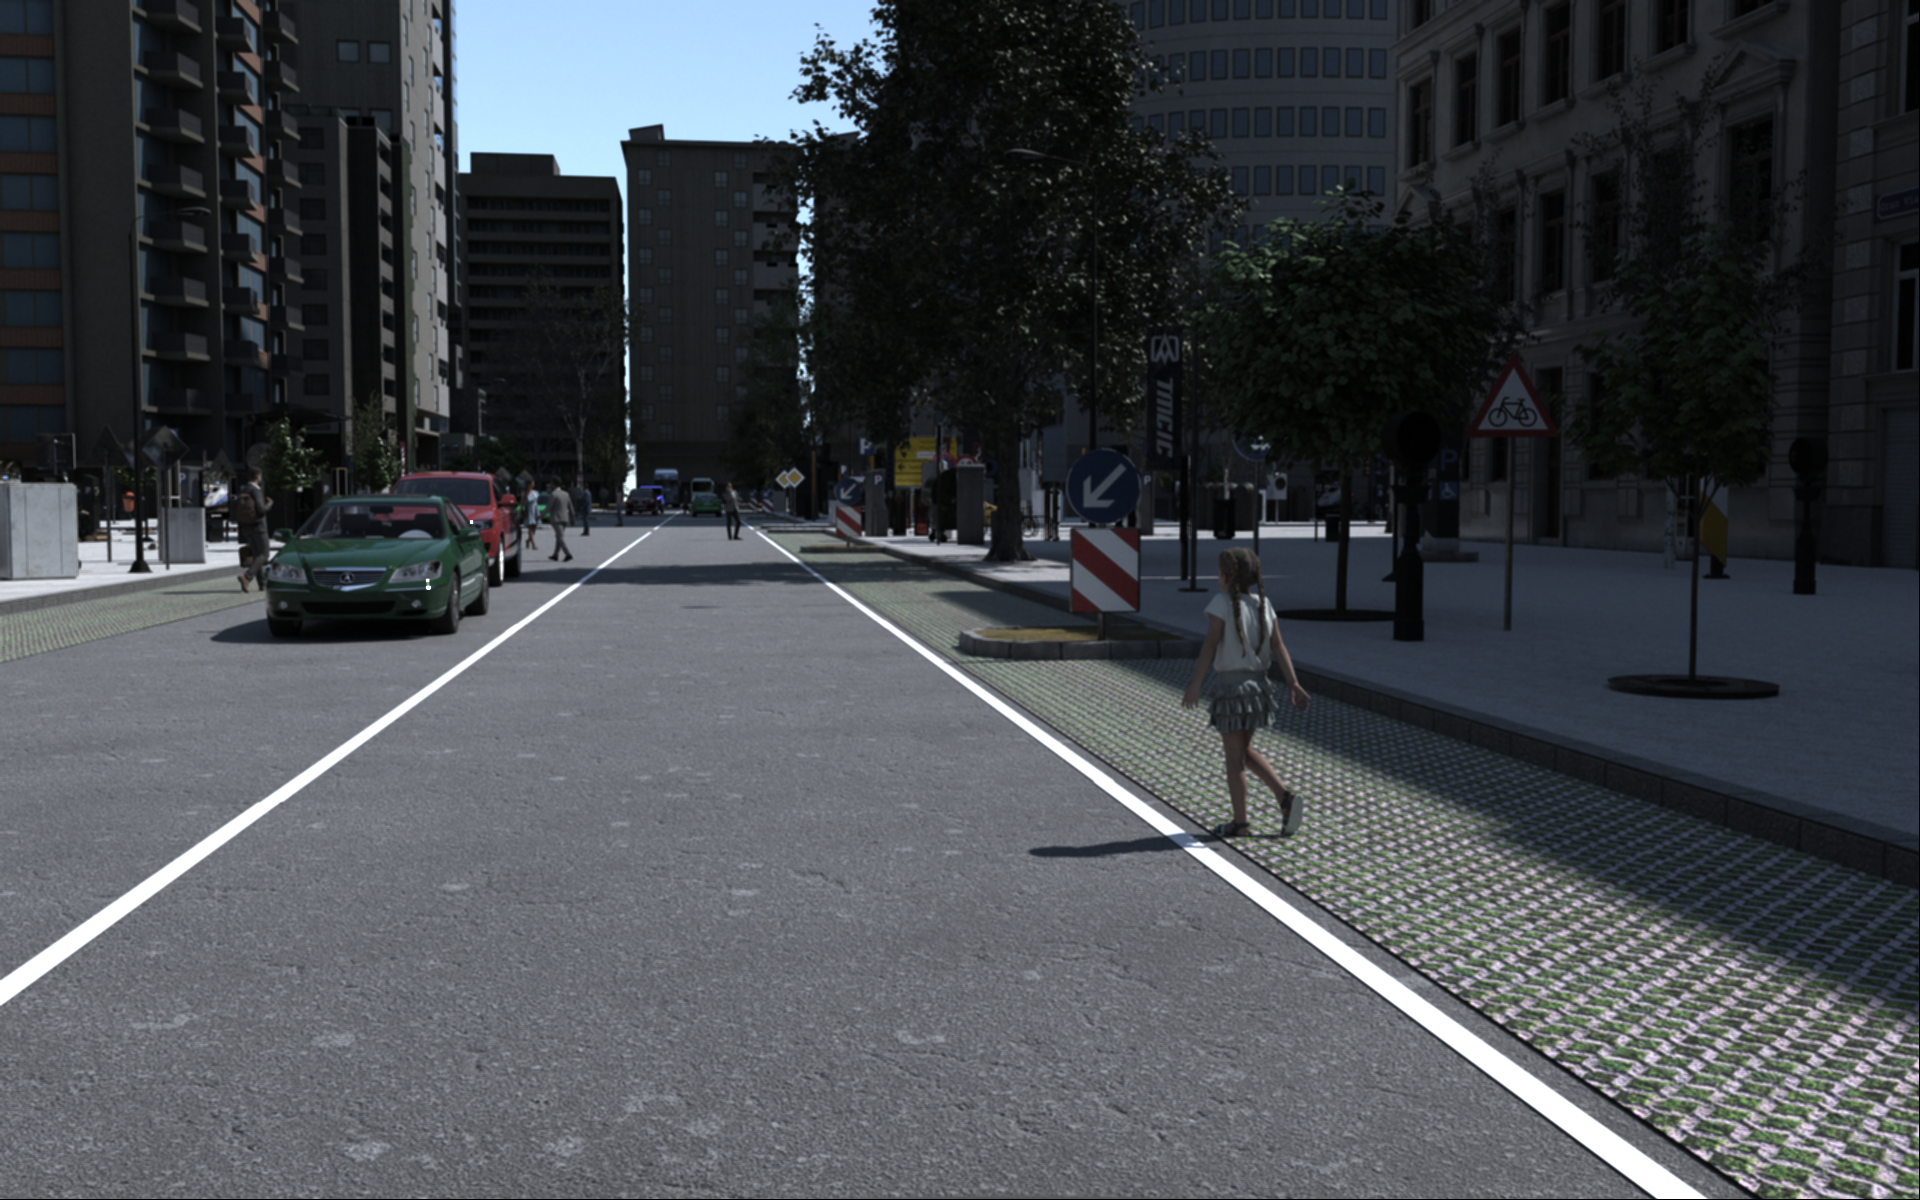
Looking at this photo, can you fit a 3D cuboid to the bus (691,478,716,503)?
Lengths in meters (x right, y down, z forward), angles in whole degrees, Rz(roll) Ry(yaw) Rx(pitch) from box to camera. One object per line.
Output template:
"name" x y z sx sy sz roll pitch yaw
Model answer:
"bus" -30.913 -13.057 208.336 2.948 3.499 13.247 0 4 -8

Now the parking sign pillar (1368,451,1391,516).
"parking sign pillar" 21.546 -6.123 88.576 1.447 3.967 1.447 1 4 14

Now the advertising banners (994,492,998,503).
"advertising banners" 1.541 -5.507 86.223 0.090 3.025 2.074 2 4 26

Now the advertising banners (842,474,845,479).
"advertising banners" -7.524 -6.828 107.827 0.090 3.025 2.074 1 4 22

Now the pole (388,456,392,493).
"pole" -29.444 -5.853 89.543 0.158 3.312 0.155 0 3 0

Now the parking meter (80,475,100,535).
"parking meter" -26.080 -2.833 52.037 0.399 1.863 0.255 1 4 14

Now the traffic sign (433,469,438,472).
"traffic sign" -23.850 -4.749 78.836 0.795 2.450 0.064 0 4 -4

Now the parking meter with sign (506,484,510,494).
"parking meter with sign" -33.008 -7.907 125.532 1.738 3.016 0.543 2 4 31

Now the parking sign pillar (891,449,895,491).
"parking sign pillar" -3.669 -7.004 102.988 1.447 3.967 1.447 1 4 22

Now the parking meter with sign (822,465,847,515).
"parking meter with sign" -7.692 -6.693 105.692 1.738 3.016 0.543 3 5 42

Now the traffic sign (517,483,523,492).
"traffic sign" -27.916 -6.752 110.504 0.768 2.556 0.104 0 4 0

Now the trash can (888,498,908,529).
"trash can" -2.265 -3.141 63.012 0.748 1.137 0.748 0 3 0

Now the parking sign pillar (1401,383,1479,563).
"parking sign pillar" 9.184 -2.726 33.044 1.447 3.967 1.447 0 4 3

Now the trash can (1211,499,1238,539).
"trash can" 7.502 -2.293 49.142 0.748 1.137 0.748 0 3 0

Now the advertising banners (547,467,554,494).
"advertising banners" -26.103 -6.988 110.443 0.090 3.025 2.074 0 4 -1

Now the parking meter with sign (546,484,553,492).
"parking meter with sign" -32.042 -8.530 135.732 1.738 3.016 0.543 -1 4 -11

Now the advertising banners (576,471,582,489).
"advertising banners" -30.111 -8.433 134.067 2.074 3.025 0.090 2 4 23

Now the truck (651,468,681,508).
"truck" -31.396 -12.008 186.089 2.967 4.110 18.799 -1 4 -8

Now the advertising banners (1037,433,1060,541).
"advertising banners" 2.416 -3.153 47.745 0.090 3.025 2.074 -1 4 -13

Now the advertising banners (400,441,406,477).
"advertising banners" -18.349 -3.776 57.920 0.090 3.025 2.074 0 4 2

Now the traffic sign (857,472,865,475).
"traffic sign" -5.598 -6.084 99.581 0.768 2.556 0.104 0 4 -5

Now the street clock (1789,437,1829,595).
"street clock" 10.810 -1.073 22.113 0.358 2.002 0.471 -1 4 -11

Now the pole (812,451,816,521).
"pole" -6.874 -5.353 81.368 0.158 3.312 0.155 0 3 0

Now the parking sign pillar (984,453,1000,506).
"parking sign pillar" 1.557 -6.390 92.941 1.447 3.967 1.447 0 4 -4

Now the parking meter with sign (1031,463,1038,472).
"parking meter with sign" 3.675 -6.125 96.398 0.543 3.016 1.738 -3 4 -37

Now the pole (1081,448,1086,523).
"pole" 5.438 -5.037 76.202 0.158 3.312 0.155 0 3 0

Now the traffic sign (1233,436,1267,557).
"traffic sign" 4.564 -1.624 26.658 0.768 2.556 0.104 0 4 0

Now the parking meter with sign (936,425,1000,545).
"parking meter with sign" 0.276 -2.903 43.726 1.738 3.016 0.543 0 4 -5

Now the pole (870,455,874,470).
"pole" -3.157 -4.184 62.260 0.158 3.312 0.155 0 3 0

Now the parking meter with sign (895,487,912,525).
"parking meter with sign" -2.379 -4.696 73.048 1.738 3.016 0.543 1 4 10

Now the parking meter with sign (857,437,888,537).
"parking meter with sign" -2.603 -3.443 52.549 0.543 3.016 1.738 -1 4 -21

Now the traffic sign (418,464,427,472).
"traffic sign" -22.911 -4.516 73.846 0.884 2.594 0.081 0 4 -3

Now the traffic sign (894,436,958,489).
"traffic sign" -1.190 -4.087 60.702 2.265 3.308 0.079 0 4 -2

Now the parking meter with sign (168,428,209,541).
"parking meter with sign" -20.790 -3.093 46.824 0.543 3.016 1.738 1 4 11

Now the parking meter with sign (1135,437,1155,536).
"parking meter with sign" 5.764 -3.511 53.665 0.543 3.016 1.738 0 4 -6

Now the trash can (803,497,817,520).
"trash can" -7.321 -4.467 84.682 0.748 1.137 0.748 0 3 0

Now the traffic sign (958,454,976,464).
"traffic sign" 0.191 -3.403 55.744 0.768 2.556 0.104 0 4 -3

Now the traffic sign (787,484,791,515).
"traffic sign" -10.258 -6.272 104.672 0.606 2.300 0.079 0 4 -7

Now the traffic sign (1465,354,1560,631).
"traffic sign" 5.150 -0.992 16.218 0.884 2.594 0.081 0 4 -1

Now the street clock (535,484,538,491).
"street clock" -31.931 -7.717 130.747 0.358 2.002 0.471 -2 4 -25

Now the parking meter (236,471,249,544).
"parking meter" -18.339 -2.372 44.485 0.399 1.863 0.255 -1 4 -13

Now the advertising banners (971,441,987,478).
"advertising banners" -0.063 -3.775 57.912 2.074 3.025 0.090 2 4 29

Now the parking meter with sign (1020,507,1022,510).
"parking meter with sign" 1.649 -3.616 55.379 0.543 3.016 1.738 1 4 10

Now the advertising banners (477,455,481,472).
"advertising banners" -21.112 -4.928 76.768 0.090 3.025 2.074 -2 4 -29

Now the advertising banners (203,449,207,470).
"advertising banners" -30.125 -4.439 68.773 0.090 3.025 2.074 -2 4 -35

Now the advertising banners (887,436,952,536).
"advertising banners" -1.203 -3.479 53.071 2.074 3.025 0.090 2 4 23

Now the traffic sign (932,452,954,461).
"traffic sign" -0.489 -3.170 51.929 0.768 2.556 0.104 0 4 -6

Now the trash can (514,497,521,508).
"trash can" -24.580 -5.177 96.292 0.748 1.137 0.748 0 3 0

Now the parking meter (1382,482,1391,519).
"parking meter" 21.112 -4.892 85.693 0.399 1.863 0.255 -3 4 -38

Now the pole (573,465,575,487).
"pole" -26.916 -7.749 120.541 0.158 3.312 0.155 0 3 0

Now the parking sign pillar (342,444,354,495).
"parking sign pillar" -33.238 -6.459 94.081 1.447 3.967 1.447 -1 4 -12

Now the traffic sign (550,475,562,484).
"traffic sign" -26.825 -7.027 114.991 0.768 2.556 0.104 0 4 -4

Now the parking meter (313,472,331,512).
"parking meter" -15.878 -2.290 43.151 0.255 1.863 0.399 1 4 16

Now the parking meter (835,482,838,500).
"parking meter" -5.613 -4.598 80.885 0.255 1.863 0.399 3 5 43

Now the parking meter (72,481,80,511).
"parking meter" -38.590 -4.285 75.771 0.399 1.863 0.255 -2 4 -31
